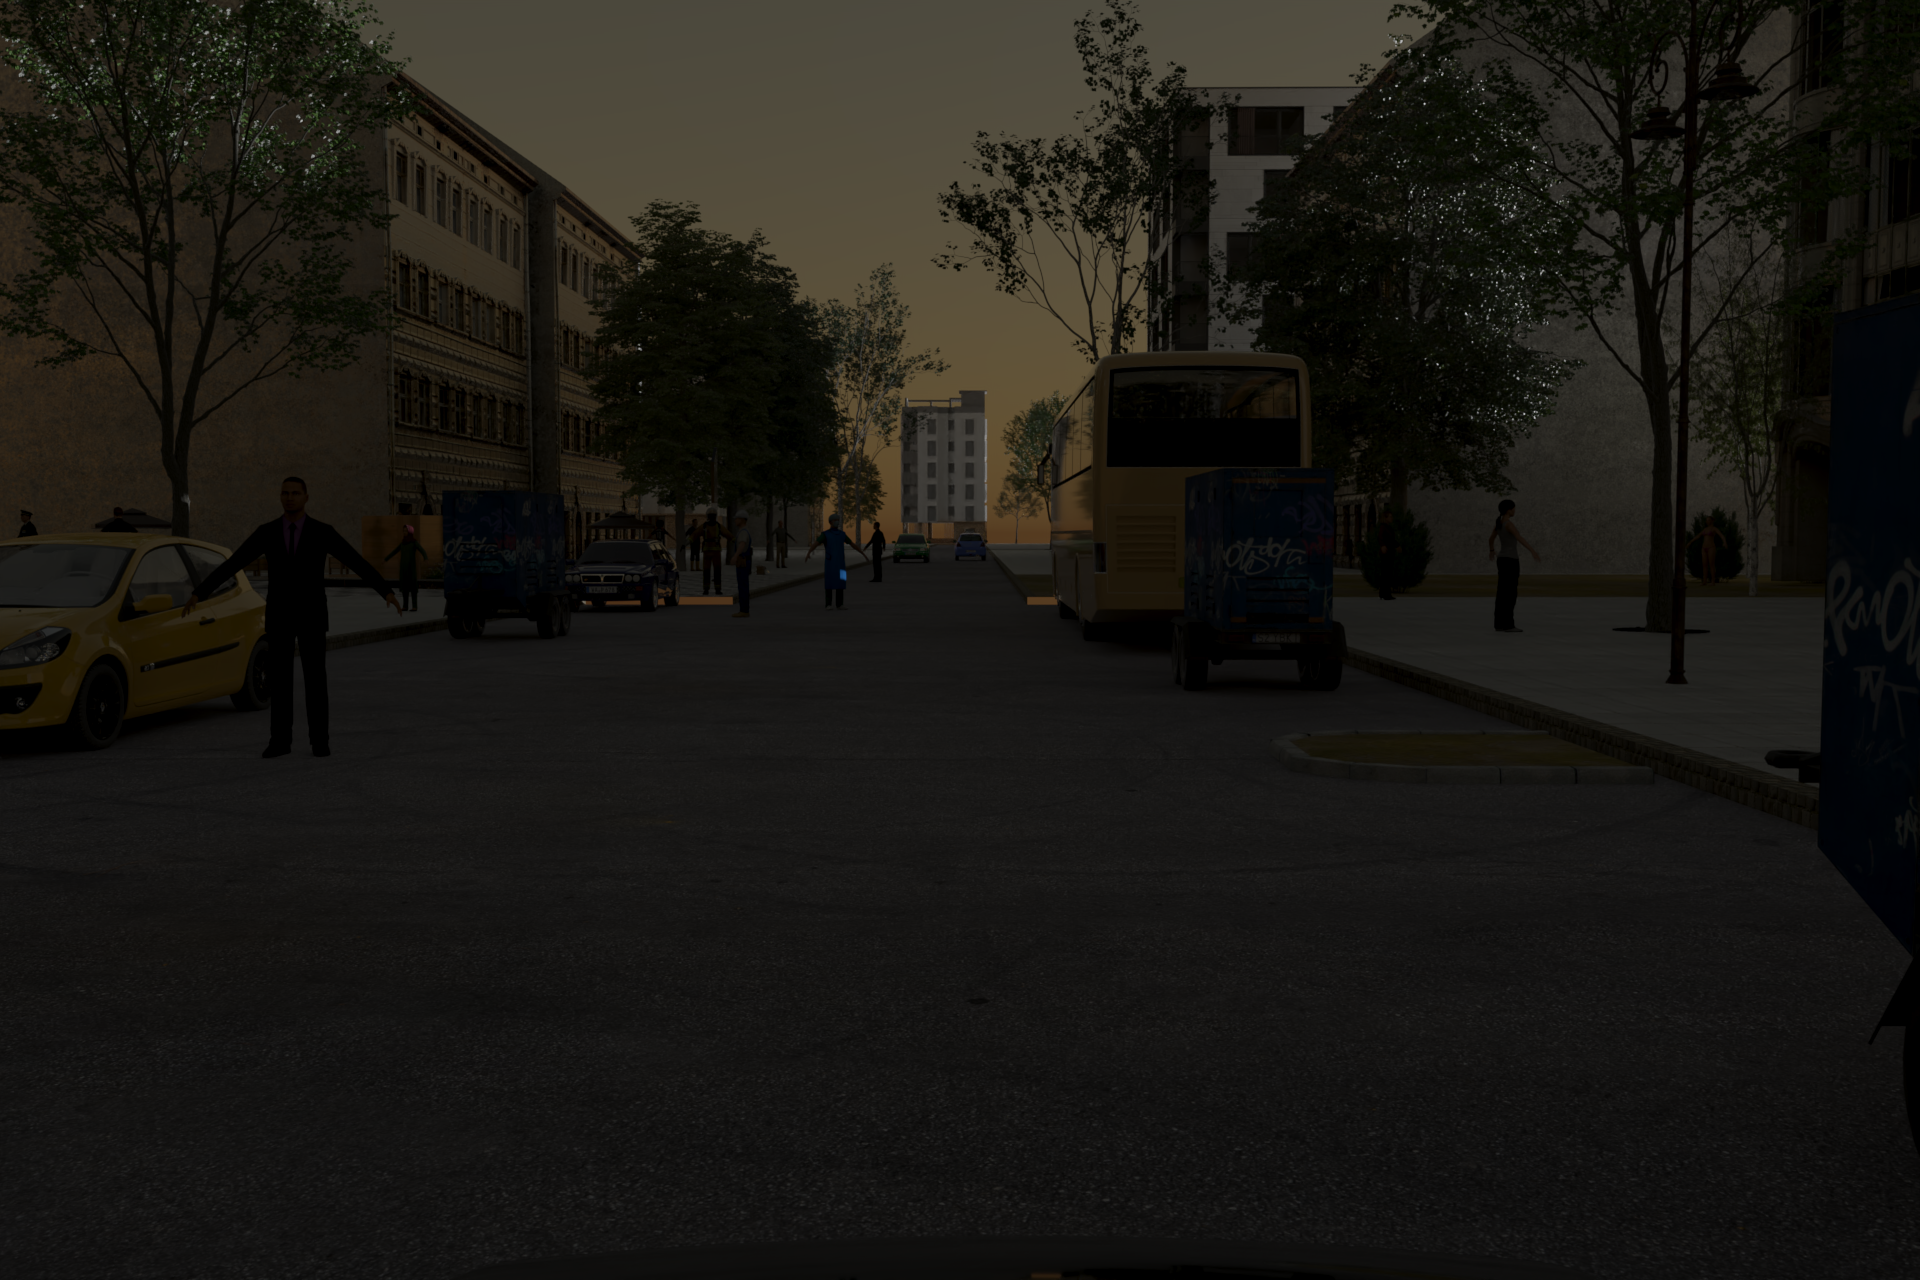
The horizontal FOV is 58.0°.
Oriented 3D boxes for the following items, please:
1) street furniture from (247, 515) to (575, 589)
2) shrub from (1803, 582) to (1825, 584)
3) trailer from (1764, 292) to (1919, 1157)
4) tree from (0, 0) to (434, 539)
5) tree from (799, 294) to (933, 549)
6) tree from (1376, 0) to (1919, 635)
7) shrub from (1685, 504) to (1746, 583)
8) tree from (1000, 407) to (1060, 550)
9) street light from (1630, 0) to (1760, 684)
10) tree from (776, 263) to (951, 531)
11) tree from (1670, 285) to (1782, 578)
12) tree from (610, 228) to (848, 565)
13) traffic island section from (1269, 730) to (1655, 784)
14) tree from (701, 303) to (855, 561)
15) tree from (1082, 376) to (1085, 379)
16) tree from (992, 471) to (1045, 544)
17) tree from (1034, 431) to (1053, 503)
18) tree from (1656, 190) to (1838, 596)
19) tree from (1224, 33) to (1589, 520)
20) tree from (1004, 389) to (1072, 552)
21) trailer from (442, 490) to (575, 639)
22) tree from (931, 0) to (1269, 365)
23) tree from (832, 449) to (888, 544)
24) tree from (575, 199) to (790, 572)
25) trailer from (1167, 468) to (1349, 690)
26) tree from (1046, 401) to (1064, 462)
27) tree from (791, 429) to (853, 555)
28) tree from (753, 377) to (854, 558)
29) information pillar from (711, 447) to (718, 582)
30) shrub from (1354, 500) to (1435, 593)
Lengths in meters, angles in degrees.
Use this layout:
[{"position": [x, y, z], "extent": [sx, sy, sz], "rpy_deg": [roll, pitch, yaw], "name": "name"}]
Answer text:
[{"position": [-11.964, -2.282, 44.168], "extent": [9.812, 1.723, 11.010], "rpy_deg": [2, 4, 29], "name": "street furniture"}, {"position": [22.326, -2.508, 45.052], "extent": [1.661, 2.075, 1.752], "rpy_deg": [0, 3, 0], "name": "shrub"}, {"position": [2.742, 0.197, 3.821], "extent": [1.471, 1.999, 3.904], "rpy_deg": [0, 3, 0], "name": "trailer"}, {"position": [-12.180, -6.180, 26.807], "extent": [9.928, 11.665, 9.643], "rpy_deg": [0, 3, 0], "name": "tree"}, {"position": [-8.514, -17.310, 138.906], "extent": [12.611, 20.169, 13.585], "rpy_deg": [0, 3, 0], "name": "tree"}, {"position": [9.032, -5.910, 22.383], "extent": [9.928, 11.665, 9.643], "rpy_deg": [0, 3, 0], "name": "tree"}, {"position": [19.873, -2.542, 45.610], "extent": [1.661, 2.075, 1.752], "rpy_deg": [0, 3, 0], "name": "shrub"}, {"position": [7.282, -13.039, 138.935], "extent": [9.928, 11.665, 9.643], "rpy_deg": [0, 3, 0], "name": "tree"}, {"position": [6.156, -2.563, 14.695], "extent": [0.468, 5.910, 1.993], "rpy_deg": [0, 4, 1], "name": "street light"}, {"position": [-7.447, -16.205, 120.836], "extent": [12.611, 20.169, 13.585], "rpy_deg": [0, 3, 0], "name": "tree"}, {"position": [22.654, -6.081, 49.781], "extent": [4.737, 8.622, 4.395], "rpy_deg": [0, 3, 0], "name": "tree"}, {"position": [-9.471, -10.057, 71.094], "extent": [9.857, 13.997, 8.962], "rpy_deg": [0, 3, 0], "name": "tree"}, {"position": [3.006, 0.730, 10.930], "extent": [1.991, 0.108, 1.994], "rpy_deg": [0, 4, 1], "name": "traffic island section"}, {"position": [-8.633, -10.004, 81.700], "extent": [7.486, 12.596, 7.792], "rpy_deg": [0, 3, 0], "name": "tree"}, {"position": [6.962, -7.631, 75.125], "extent": [4.737, 8.622, 4.395], "rpy_deg": [0, 3, 0], "name": "tree"}, {"position": [7.867, -18.200, 231.985], "extent": [7.601, 10.594, 8.767], "rpy_deg": [0, 4, -1], "name": "tree"}, {"position": [6.899, -9.627, 107.764], "extent": [4.737, 8.622, 4.395], "rpy_deg": [0, 3, 0], "name": "tree"}, {"position": [16.635, -5.228, 35.840], "extent": [4.360, 8.622, 3.978], "rpy_deg": [0, 3, 0], "name": "tree"}, {"position": [11.743, -8.525, 46.043], "extent": [9.857, 13.997, 8.962], "rpy_deg": [0, 3, 0], "name": "tree"}, {"position": [7.101, -12.072, 123.135], "extent": [9.928, 11.665, 9.643], "rpy_deg": [0, 3, 0], "name": "tree"}, {"position": [-6.259, -0.996, 23.337], "extent": [1.471, 1.999, 3.904], "rpy_deg": [0, 4, 1], "name": "trailer"}, {"position": [4.962, -12.714, 63.769], "extent": [12.611, 20.169, 13.585], "rpy_deg": [0, 3, 0], "name": "tree"}, {"position": [-13.343, -19.109, 230.553], "extent": [7.486, 12.596, 7.792], "rpy_deg": [0, 3, 0], "name": "tree"}, {"position": [-9.505, -8.651, 59.569], "extent": [7.486, 12.596, 7.792], "rpy_deg": [0, 3, 0], "name": "tree"}, {"position": [2.758, -0.602, 16.899], "extent": [1.471, 1.999, 3.904], "rpy_deg": [0, 4, 0], "name": "trailer"}, {"position": [5.927, -8.596, 90.913], "extent": [4.360, 8.622, 3.978], "rpy_deg": [0, 3, 0], "name": "tree"}, {"position": [-9.254, -9.542, 106.370], "extent": [4.360, 8.622, 3.978], "rpy_deg": [0, 3, 0], "name": "tree"}, {"position": [-9.056, -9.639, 92.006], "extent": [8.767, 10.594, 7.601], "rpy_deg": [3, 4, 37], "name": "tree"}, {"position": [-6.603, -3.379, 46.606], "extent": [0.183, 3.616, 0.504], "rpy_deg": [0, 4, 2], "name": "information pillar"}, {"position": [9.419, -2.027, 37.566], "extent": [1.690, 2.028, 1.600], "rpy_deg": [0, 3, 0], "name": "shrub"}]
